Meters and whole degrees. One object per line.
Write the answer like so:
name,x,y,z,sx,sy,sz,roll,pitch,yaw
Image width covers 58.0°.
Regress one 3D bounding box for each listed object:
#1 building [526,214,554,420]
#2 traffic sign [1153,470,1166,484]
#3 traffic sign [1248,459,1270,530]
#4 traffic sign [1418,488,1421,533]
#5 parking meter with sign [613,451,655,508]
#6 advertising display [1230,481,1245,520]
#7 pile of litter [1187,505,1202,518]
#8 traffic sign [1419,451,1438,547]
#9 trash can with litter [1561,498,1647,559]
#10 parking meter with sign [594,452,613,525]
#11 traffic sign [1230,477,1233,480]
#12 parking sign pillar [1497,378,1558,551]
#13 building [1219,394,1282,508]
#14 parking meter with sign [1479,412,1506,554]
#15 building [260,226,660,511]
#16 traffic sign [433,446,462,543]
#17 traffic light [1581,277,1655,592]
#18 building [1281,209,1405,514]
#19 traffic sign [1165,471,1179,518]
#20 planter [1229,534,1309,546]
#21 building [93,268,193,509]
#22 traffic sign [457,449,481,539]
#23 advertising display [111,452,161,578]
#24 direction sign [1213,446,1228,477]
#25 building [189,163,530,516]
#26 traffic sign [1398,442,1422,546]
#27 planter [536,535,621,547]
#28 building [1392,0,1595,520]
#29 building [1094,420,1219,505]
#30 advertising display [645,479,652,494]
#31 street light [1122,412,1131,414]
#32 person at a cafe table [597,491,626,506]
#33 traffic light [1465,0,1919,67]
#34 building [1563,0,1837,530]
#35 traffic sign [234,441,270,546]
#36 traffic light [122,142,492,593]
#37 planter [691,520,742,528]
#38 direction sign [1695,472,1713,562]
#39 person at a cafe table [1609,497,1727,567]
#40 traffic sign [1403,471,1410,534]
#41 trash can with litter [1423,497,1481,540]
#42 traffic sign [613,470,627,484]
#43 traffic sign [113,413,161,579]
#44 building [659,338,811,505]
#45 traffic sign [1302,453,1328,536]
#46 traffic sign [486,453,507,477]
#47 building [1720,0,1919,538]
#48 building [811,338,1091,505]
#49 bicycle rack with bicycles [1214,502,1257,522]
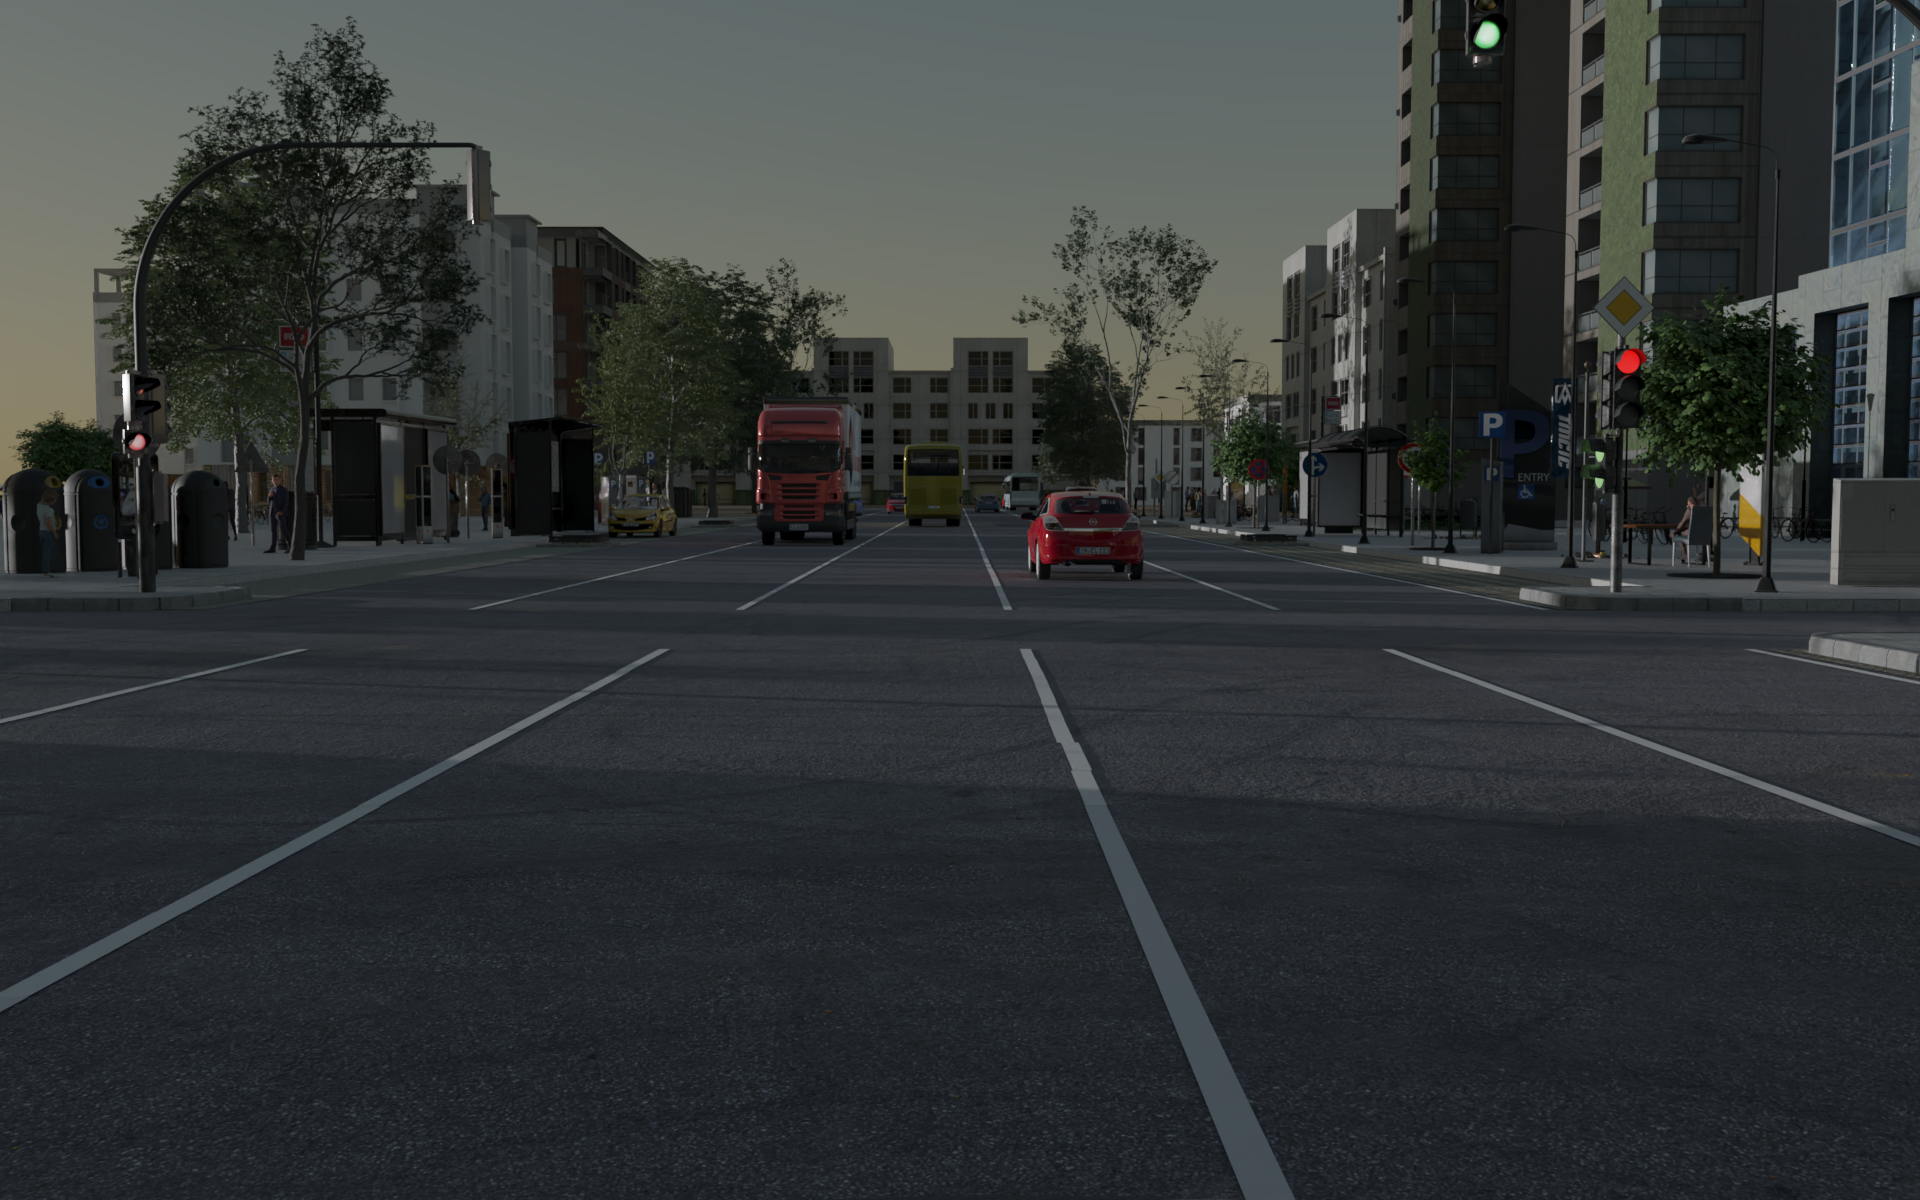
building,-35.637,-15.834,115.302,16.016,20.091,11.380,0,3,0
traffic sign,10.936,-5.792,94.437,0.795,2.593,0.064,0,4,6
traffic sign,10.767,-3.815,62.489,0.768,2.556,0.104,1,4,8
traffic sign,15.077,-3.468,56.804,0.768,2.556,0.104,0,4,4
parking meter with sign,-13.147,-4.521,70.186,1.738,3.016,0.543,3,4,36
advertising display,13.999,-5.024,87.358,0.123,1.923,0.974,-2,4,-35
pile of litter,12.997,-4.860,93.419,1.719,0.858,1.176,-1,4,-16
traffic sign,11.256,-2.509,41.123,0.768,2.556,0.104,1,4,8
trash can with litter,13.086,-1.472,35.123,1.678,1.210,2.233,2,4,23
parking meter with sign,-14.619,-4.636,72.065,0.543,3.016,1.738,-3,5,-43
traffic sign,14.240,-5.524,90.047,0.795,2.593,0.064,1,4,8
parking sign pillar,13.060,-3.147,39.928,1.447,3.967,1.447,1,4,19
building,28.762,-12.470,146.030,9.099,9.664,28.070,0,3,0
parking meter with sign,11.562,-2.524,37.522,0.543,3.016,1.738,1,4,20
building,-43.525,-18.498,146.415,32.646,21.610,27.936,0,3,0
traffic sign,-13.443,-2.772,45.431,0.768,2.556,0.104,0,4,0
traffic light,8.565,-2.057,22.556,0.839,4.253,0.868,0,3,0
building,32.869,-15.264,116.032,16.747,18.905,31.486,0,3,0
traffic sign,11.531,-5.752,94.159,0.768,2.556,0.104,0,4,1
planter,8.555,-1.664,48.347,1.991,0.319,1.994,0,3,0
building,-66.413,-18.071,151.875,11.380,20.091,16.016,0,3,0
traffic sign,-14.074,-3.020,49.488,0.768,2.556,0.104,0,4,2
advertising display,-12.827,-1.331,26.984,0.123,1.923,0.974,1,4,11
direction sign,12.065,-5.358,79.605,0.876,3.537,0.379,2,4,27
building,-35.557,-15.139,103.944,16.016,20.091,11.380,0,3,0
traffic sign,11.184,-2.608,42.748,0.768,2.556,0.104,1,4,9
planter,-10.351,-1.599,47.288,1.991,0.319,1.994,0,3,0
building,29.977,-19.504,90.590,14.160,30.474,14.107,0,3,0
building,29.485,-15.815,200.718,28.070,9.664,9.099,0,3,0
advertising display,-13.459,-4.264,74.936,0.123,1.923,0.974,-1,4,-21
street light,9.835,-7.655,97.704,1.470,5.913,1.316,0,3,0
person at a cafe table,-18.161,-5.114,92.129,1.698,1.524,1.622,1,4,12
traffic light,6.486,-2.432,14.426,4.771,5.953,1.251,0,3,0
building,31.817,-23.524,68.209,14.154,41.232,14.086,0,3,0
traffic sign,-17.411,-2.606,42.604,0.884,2.594,0.081,0,4,1
traffic light,-8.505,-2.928,22.547,4.771,5.953,1.251,0,3,0
planter,-10.399,-3.247,74.232,1.991,0.319,1.994,0,3,0
direction sign,14.153,-2.494,32.779,0.379,3.537,0.876,-1,4,-19
person at a cafe table,12.867,-1.236,31.063,1.698,1.238,1.726,0,4,-6
traffic sign,14.180,-3.386,55.360,0.884,2.594,0.081,0,4,7
trash can with litter,14.132,-2.351,49.497,2.233,1.210,1.678,-1,4,-14
traffic sign,-14.685,-4.449,74.865,0.606,2.300,0.079,0,3,0
traffic sign,-12.336,-1.582,25.978,0.768,2.556,0.104,0,4,4
building,-32.265,-20.671,204.430,31.486,18.905,16.747,0,3,0
traffic sign,10.895,-3.249,53.235,0.768,2.556,0.104,0,4,6
traffic sign,-14.386,-3.286,53.836,0.768,2.556,0.104,1,4,9
building,40.241,-44.919,47.091,31.000,86.520,22.319,0,3,0
building,-0.779,-20.652,204.124,31.486,18.905,16.747,0,3,0
bicycle rack with bicycles,13.418,-4.200,82.053,2.925,0.926,2.852,-1,4,-14
